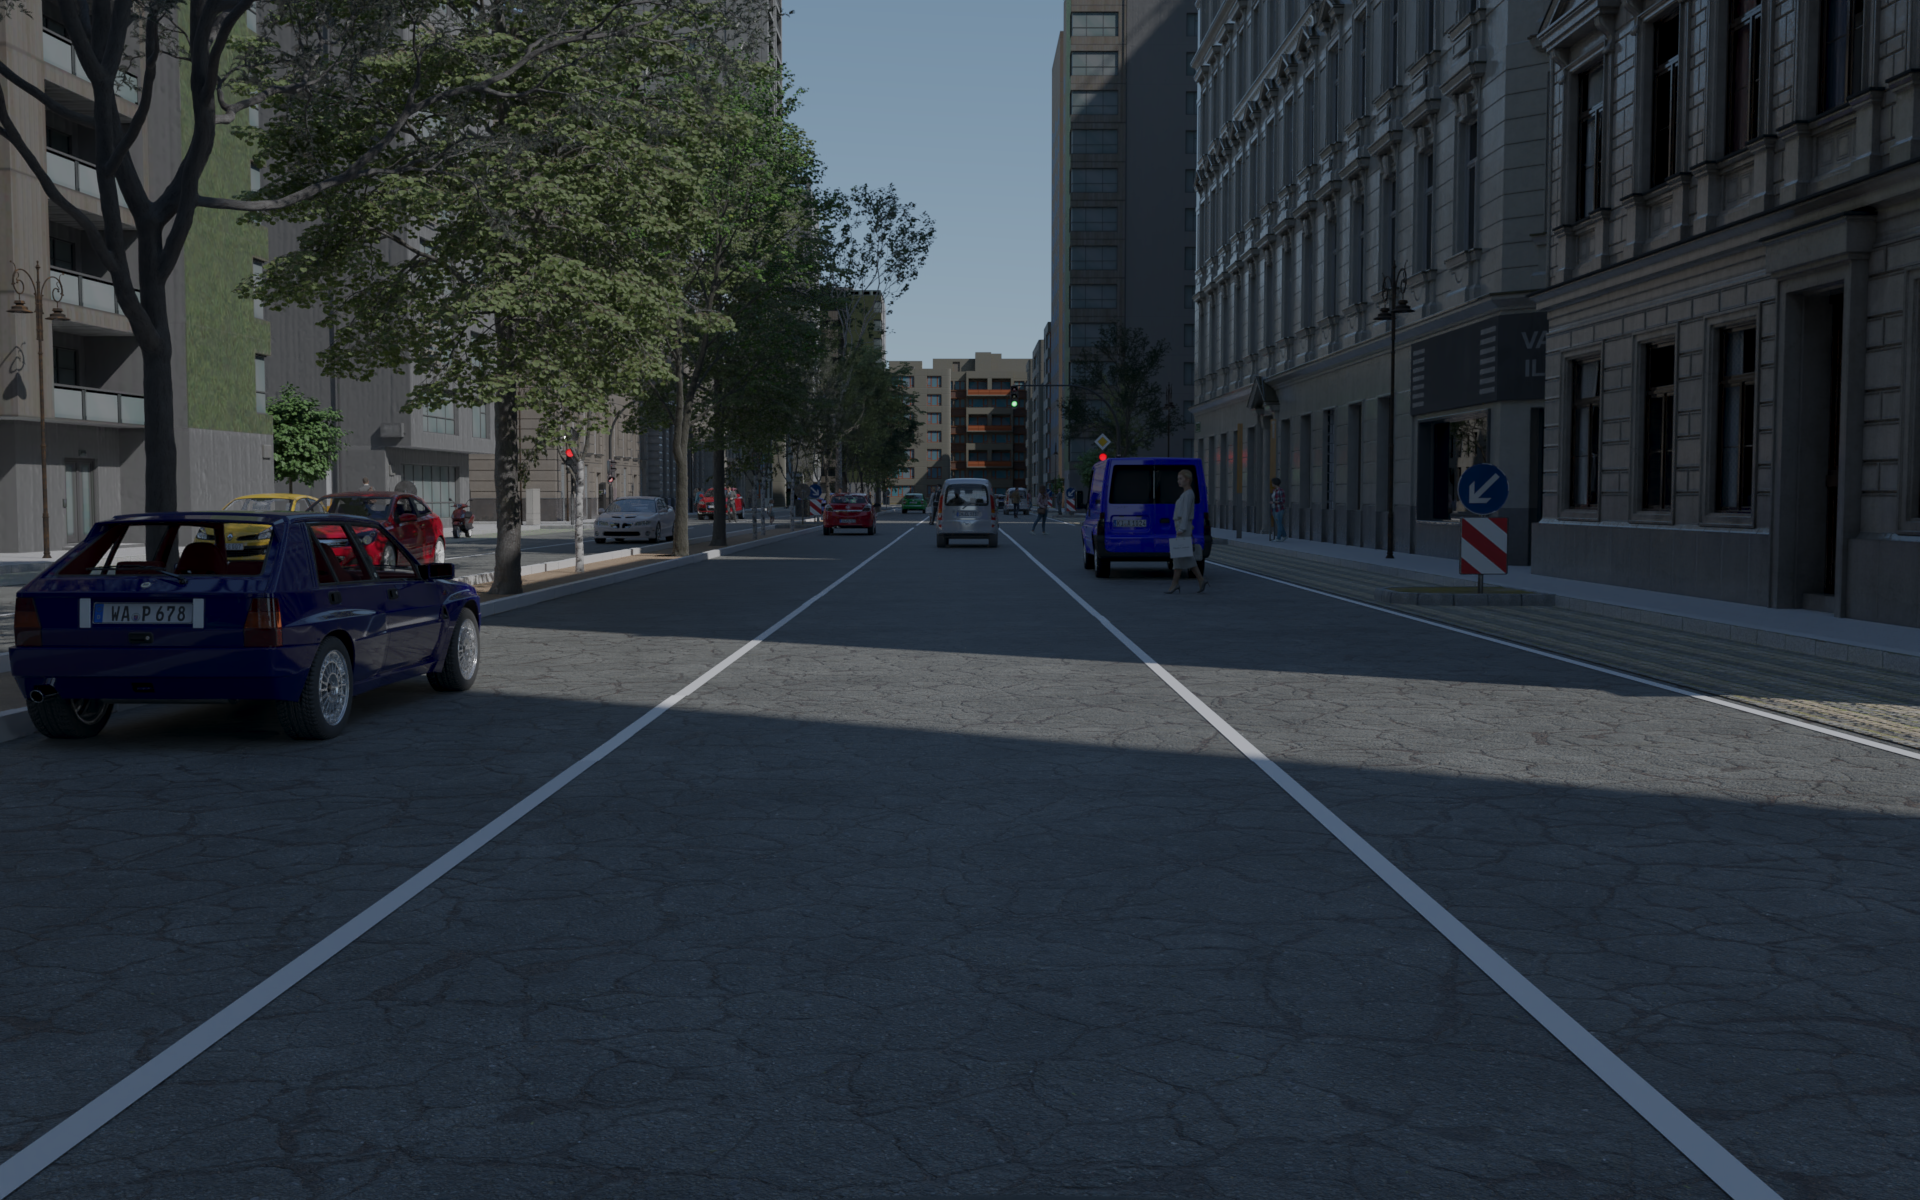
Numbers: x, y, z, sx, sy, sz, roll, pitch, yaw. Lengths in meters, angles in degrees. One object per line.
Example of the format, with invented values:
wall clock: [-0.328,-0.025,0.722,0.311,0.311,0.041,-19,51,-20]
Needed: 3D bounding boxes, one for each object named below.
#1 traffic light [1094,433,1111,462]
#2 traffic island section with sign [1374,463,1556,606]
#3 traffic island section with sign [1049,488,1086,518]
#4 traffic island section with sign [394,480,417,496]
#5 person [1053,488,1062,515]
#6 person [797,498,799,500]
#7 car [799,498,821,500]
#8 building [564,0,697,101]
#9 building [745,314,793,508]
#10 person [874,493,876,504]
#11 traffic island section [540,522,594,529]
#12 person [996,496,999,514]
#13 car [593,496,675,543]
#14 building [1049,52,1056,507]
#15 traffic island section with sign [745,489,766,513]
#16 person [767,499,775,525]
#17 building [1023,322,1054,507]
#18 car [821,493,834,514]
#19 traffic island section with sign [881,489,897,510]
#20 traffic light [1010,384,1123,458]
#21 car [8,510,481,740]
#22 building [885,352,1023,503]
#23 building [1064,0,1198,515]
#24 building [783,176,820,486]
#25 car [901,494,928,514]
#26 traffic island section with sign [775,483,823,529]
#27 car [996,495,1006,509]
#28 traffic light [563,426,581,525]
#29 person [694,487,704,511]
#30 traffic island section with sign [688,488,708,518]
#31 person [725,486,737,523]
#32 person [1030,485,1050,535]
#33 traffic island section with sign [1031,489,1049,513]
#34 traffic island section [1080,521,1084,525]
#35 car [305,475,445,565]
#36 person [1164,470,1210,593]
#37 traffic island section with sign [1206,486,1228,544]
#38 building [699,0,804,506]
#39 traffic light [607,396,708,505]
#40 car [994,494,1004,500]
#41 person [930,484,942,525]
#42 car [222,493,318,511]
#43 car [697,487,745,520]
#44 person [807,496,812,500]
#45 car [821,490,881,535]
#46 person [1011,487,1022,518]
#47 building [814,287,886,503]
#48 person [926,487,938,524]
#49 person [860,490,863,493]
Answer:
traffic light: [6.555,-5.568,79.955,0.839,4.253,0.868,0,3,0]
traffic island section with sign: [6.595,-0.876,22.957,1.989,1.847,2.006,0,3,0]
traffic island section with sign: [6.605,-5.906,105.189,1.989,1.847,2.006,0,3,0]
traffic island section with sign: [-15.839,-2.475,49.097,1.989,1.847,2.006,0,3,0]
person: [6.519,-6.495,114.865,0.590,1.801,0.661,-1,4,-16]
person: [-14.116,-8.837,153.476,0.782,1.767,0.515,2,4,28]
car: [-12.717,-8.418,147.225,1.945,1.707,3.694,0,4,1]
building: [-49.625,-49.499,247.555,20.611,71.187,20.563,0,3,0]
building: [-31.597,-19.857,169.697,27.650,21.520,28.899,0,3,0]
person: [-6.955,-8.337,145.385,0.480,1.755,0.524,3,5,39]
traffic island section: [-16.148,-3.047,72.092,2.009,0.180,2.903,0,3,0]
person: [2.702,-6.934,126.122,0.306,1.304,0.590,2,4,25]
car: [-9.684,-2.416,51.869,2.083,1.381,4.827,0,4,0]
building: [15.993,-31.535,165.701,14.600,45.320,14.200,0,3,0]
traffic island section with sign: [-15.804,-7.535,131.821,1.989,1.847,2.006,0,3,0]
person: [-8.237,-3.758,74.964,0.382,1.210,0.505,-3,5,-43]
building: [22.620,-22.750,217.002,27.650,21.520,28.899,0,3,0]
car: [-9.313,-7.232,127.838,1.945,1.707,3.694,0,4,-1]
traffic island section with sign: [-6.619,-8.975,154.870,2.006,1.907,1.989,0,3,0]
traffic light: [4.462,-5.943,71.829,4.771,5.953,1.251,0,3,0]
car: [-4.469,0.069,11.460,1.945,1.354,3.894,0,4,2]
building: [4.168,-24.902,252.194,28.899,21.520,27.650,0,3,0]
building: [14.268,-26.733,120.674,14.154,41.232,14.086,0,3,0]
building: [-25.346,-33.051,223.983,14.086,41.232,14.154,0,3,0]
car: [-3.357,-7.320,128.484,1.959,1.807,4.718,0,4,1]
traffic island section with sign: [-6.632,-3.926,72.325,2.006,1.907,1.989,0,3,0]
car: [3.669,-8.017,143.655,1.945,1.354,3.894,0,4,-1]
traffic light: [-16.108,-5.079,71.958,0.839,4.253,0.868,0,3,0]
person: [-15.041,-5.614,100.301,0.620,1.820,0.660,3,4,38]
traffic island section with sign: [-15.811,-5.875,104.681,1.989,1.847,2.006,0,3,0]
person: [-11.514,-4.821,87.129,0.655,1.846,0.447,0,4,8]
person: [2.819,-3.165,60.838,0.643,1.750,0.593,2,4,26]
traffic island section with sign: [6.611,-7.599,132.878,1.989,1.847,2.006,0,3,0]
traffic island section: [6.595,-3.534,80.069,2.009,0.180,2.903,0,3,0]
car: [-10.084,-1.234,29.220,2.155,1.783,4.494,0,4,0]
person: [3.272,-0.983,24.922,0.624,1.780,0.694,1,4,18]
traffic island section with sign: [6.595,-2.525,49.912,1.989,1.847,2.006,0,3,0]
building: [-28.174,-46.155,192.889,20.563,71.187,20.611,0,3,0]
traffic light: [-14.015,-6.441,79.977,4.771,5.953,1.251,0,3,0]
car: [3.874,-10.157,175.850,2.009,1.686,4.222,0,4,1]
person: [-1.045,-4.432,80.332,0.648,1.900,0.474,2,4,27]
car: [-13.596,-1.456,34.036,2.015,1.641,3.980,0,4,-1]
car: [-13.361,-5.408,97.092,2.281,1.827,5.304,0,4,2]
person: [-12.543,-8.306,144.417,0.853,1.813,0.709,0,4,2]
car: [-3.906,-3.219,61.676,2.155,1.783,4.494,0,4,-1]
person: [3.372,-5.794,103.146,0.656,1.842,0.836,0,4,4]
building: [-17.630,-28.944,244.941,14.107,30.474,14.160,0,3,0]
person: [-1.249,-4.513,82.636,0.694,1.780,0.624,-3,4,-36]
person: [-6.648,-6.497,115.558,0.643,1.720,0.563,3,5,39]
